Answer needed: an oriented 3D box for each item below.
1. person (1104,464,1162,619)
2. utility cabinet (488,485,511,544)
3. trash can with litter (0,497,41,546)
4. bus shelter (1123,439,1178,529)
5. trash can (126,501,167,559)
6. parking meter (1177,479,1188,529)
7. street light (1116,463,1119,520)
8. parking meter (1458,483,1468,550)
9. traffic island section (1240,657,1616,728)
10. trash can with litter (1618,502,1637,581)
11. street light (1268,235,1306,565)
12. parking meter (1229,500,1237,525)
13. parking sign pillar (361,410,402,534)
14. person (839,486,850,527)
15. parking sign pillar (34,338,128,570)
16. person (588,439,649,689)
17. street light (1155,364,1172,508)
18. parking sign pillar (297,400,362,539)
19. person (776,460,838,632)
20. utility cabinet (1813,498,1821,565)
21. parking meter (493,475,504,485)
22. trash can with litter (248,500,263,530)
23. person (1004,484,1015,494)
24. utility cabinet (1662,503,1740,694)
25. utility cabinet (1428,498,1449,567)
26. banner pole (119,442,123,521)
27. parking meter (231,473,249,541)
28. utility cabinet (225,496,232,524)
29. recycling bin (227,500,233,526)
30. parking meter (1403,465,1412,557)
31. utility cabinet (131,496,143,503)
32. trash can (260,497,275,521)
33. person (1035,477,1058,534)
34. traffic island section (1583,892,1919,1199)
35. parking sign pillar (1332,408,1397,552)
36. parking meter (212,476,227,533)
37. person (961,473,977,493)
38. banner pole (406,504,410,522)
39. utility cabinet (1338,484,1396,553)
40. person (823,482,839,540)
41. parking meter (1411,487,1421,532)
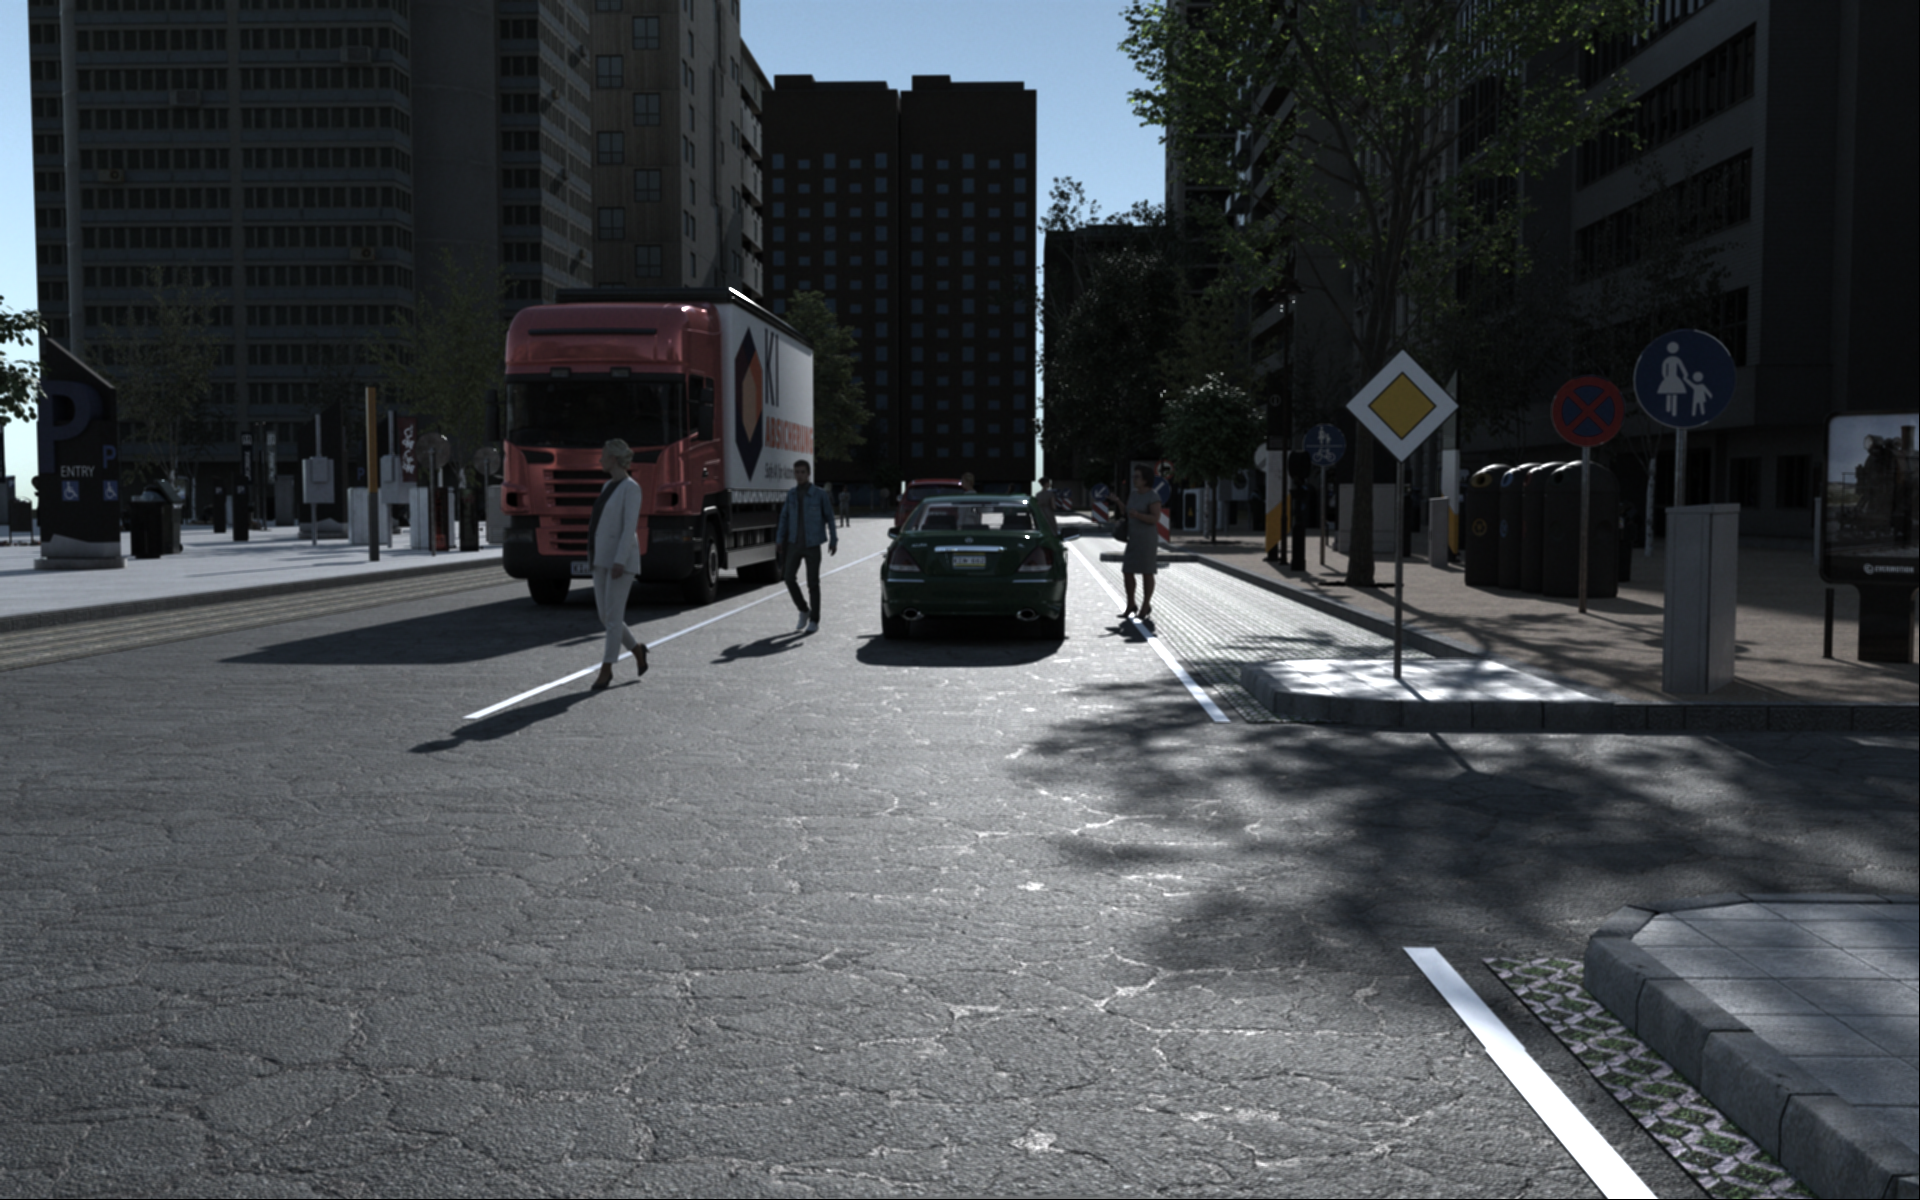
[{"bbox_3d":[1.966,-0.680,19.970,0.532,1.782,0.716,-3,4,-36],"label":"person"},{"bbox_3d":[-11.225,-2.124,43.404,1.173,1.500,0.318,1,4,12],"label":"utility cabinet"},{"bbox_3d":[-23.778,-1.962,43.143,2.233,1.210,1.678,-1,4,-10],"label":"trash can with litter"},{"bbox_3d":[7.446,-4.462,66.872,2.014,3.302,5.546,0,4,2],"label":"bus shelter"},{"bbox_3d":[-16.194,-1.398,34.505,0.748,1.137,0.748,0,3,0],"label":"trash can"},{"bbox_3d":[8.147,-3.532,63.465,0.255,1.863,0.399,-2,4,-30],"label":"parking meter"},{"bbox_3d":[7.820,-6.913,85.816,0.468,5.910,1.993,0,4,2],"label":"street light"},{"bbox_3d":[11.608,-1.918,39.768,0.372,1.533,0.369,0,3,0],"label":"parking meter"},{"bbox_3d":[3.068,0.624,12.080,2.009,0.180,2.903,0,4,2],"label":"traffic island section"},{"bbox_3d":[9.395,-0.863,25.494,0.624,1.170,1.055,-3,5,-39],"label":"trash can with litter"},{"bbox_3d":[5.854,-3.569,31.141,0.468,5.910,1.993,0,4,2],"label":"street light"},{"bbox_3d":[11.429,-4.093,72.625,0.399,1.863,0.255,-1,4,-12],"label":"parking meter"},{"bbox_3d":[-18.628,-4.092,55.377,1.447,3.967,1.447,2,4,31],"label":"parking sign pillar"},{"bbox_3d":[-5.046,-4.103,75.762,0.511,1.800,0.466,-1,4,-17],"label":"person"},{"bbox_3d":[-15.165,-2.526,29.771,1.447,3.967,1.447,1,4,15],"label":"parking sign pillar"},{"bbox_3d":[-2.541,-0.284,13.021,0.514,1.842,0.818,2,4,29],"label":"person"},{"bbox_3d":[6.872,-5.258,58.759,0.468,5.910,1.993,0,4,2],"label":"street light"},{"bbox_3d":[-18.284,-3.745,49.706,1.447,3.967,1.447,0,4,4],"label":"parking sign pillar"},{"bbox_3d":[-1.595,-0.562,18.039,0.601,1.785,0.444,1,4,21],"label":"person"},{"bbox_3d":[15.890,-1.219,31.085,0.306,1.237,1.020,-2,4,-32],"label":"utility cabinet"},{"bbox_3d":[-14.150,-2.908,53.257,0.255,1.863,0.399,-3,5,-44],"label":"parking meter"},{"bbox_3d":[-25.608,-3.129,62.546,1.055,1.170,0.624,2,4,28],"label":"trash can with litter"},{"bbox_3d":[1.835,-3.185,60.814,0.529,1.795,0.600,-1,4,-11],"label":"person"},{"bbox_3d":[4.941,-0.024,11.560,0.306,1.237,1.020,2,4,33],"label":"utility cabinet"},{"bbox_3d":[8.542,-1.210,30.947,0.306,1.237,1.020,1,4,12],"label":"utility cabinet"},{"bbox_3d":[-40.640,-5.722,83.579,0.401,3.779,0.863,1,4,11],"label":"banner pole"},{"bbox_3d":[-19.610,-2.539,47.221,0.399,1.863,0.255,-2,4,-35],"label":"parking meter"},{"bbox_3d":[-30.751,-3.808,73.423,1.020,1.237,0.306,0,4,8],"label":"utility cabinet"},{"bbox_3d":[-29.226,-3.516,70.038,0.722,1.027,0.722,-2,4,-27],"label":"recycling bin"},{"bbox_3d":[9.028,-1.805,35.218,0.255,1.863,0.399,0,4,6],"label":"parking meter"},{"bbox_3d":[-31.207,-3.381,66.442,0.306,1.237,1.020,3,4,37],"label":"utility cabinet"},{"bbox_3d":[-33.401,-4.400,83.585,0.748,1.137,0.748,0,3,0],"label":"trash can"},{"bbox_3d":[1.803,-1.605,35.075,0.599,1.781,0.374,2,4,28],"label":"person"},{"bbox_3d":[2.766,1.112,4.101,2.009,0.180,2.903,0,4,2],"label":"traffic island section"},{"bbox_3d":[9.126,-3.085,38.920,1.447,3.967,1.447,1,4,20],"label":"parking sign pillar"},{"bbox_3d":[-24.507,-3.159,57.353,0.399,1.863,0.255,-1,4,-18],"label":"parking meter"},{"bbox_3d":[0.151,-1.228,28.925,0.624,1.780,0.694,3,5,39],"label":"person"},{"bbox_3d":[-25.707,-5.561,80.931,0.401,3.779,0.863,2,4,24],"label":"banner pole"},{"bbox_3d":[8.830,-1.768,37.588,1.173,1.500,0.318,1,4,10],"label":"utility cabinet"},{"bbox_3d":[-4.157,-2.802,54.495,0.537,1.800,0.526,3,4,37],"label":"person"},{"bbox_3d":[15.247,-3.037,58.072,0.372,1.533,0.369,0,3,0],"label":"parking meter"}]
